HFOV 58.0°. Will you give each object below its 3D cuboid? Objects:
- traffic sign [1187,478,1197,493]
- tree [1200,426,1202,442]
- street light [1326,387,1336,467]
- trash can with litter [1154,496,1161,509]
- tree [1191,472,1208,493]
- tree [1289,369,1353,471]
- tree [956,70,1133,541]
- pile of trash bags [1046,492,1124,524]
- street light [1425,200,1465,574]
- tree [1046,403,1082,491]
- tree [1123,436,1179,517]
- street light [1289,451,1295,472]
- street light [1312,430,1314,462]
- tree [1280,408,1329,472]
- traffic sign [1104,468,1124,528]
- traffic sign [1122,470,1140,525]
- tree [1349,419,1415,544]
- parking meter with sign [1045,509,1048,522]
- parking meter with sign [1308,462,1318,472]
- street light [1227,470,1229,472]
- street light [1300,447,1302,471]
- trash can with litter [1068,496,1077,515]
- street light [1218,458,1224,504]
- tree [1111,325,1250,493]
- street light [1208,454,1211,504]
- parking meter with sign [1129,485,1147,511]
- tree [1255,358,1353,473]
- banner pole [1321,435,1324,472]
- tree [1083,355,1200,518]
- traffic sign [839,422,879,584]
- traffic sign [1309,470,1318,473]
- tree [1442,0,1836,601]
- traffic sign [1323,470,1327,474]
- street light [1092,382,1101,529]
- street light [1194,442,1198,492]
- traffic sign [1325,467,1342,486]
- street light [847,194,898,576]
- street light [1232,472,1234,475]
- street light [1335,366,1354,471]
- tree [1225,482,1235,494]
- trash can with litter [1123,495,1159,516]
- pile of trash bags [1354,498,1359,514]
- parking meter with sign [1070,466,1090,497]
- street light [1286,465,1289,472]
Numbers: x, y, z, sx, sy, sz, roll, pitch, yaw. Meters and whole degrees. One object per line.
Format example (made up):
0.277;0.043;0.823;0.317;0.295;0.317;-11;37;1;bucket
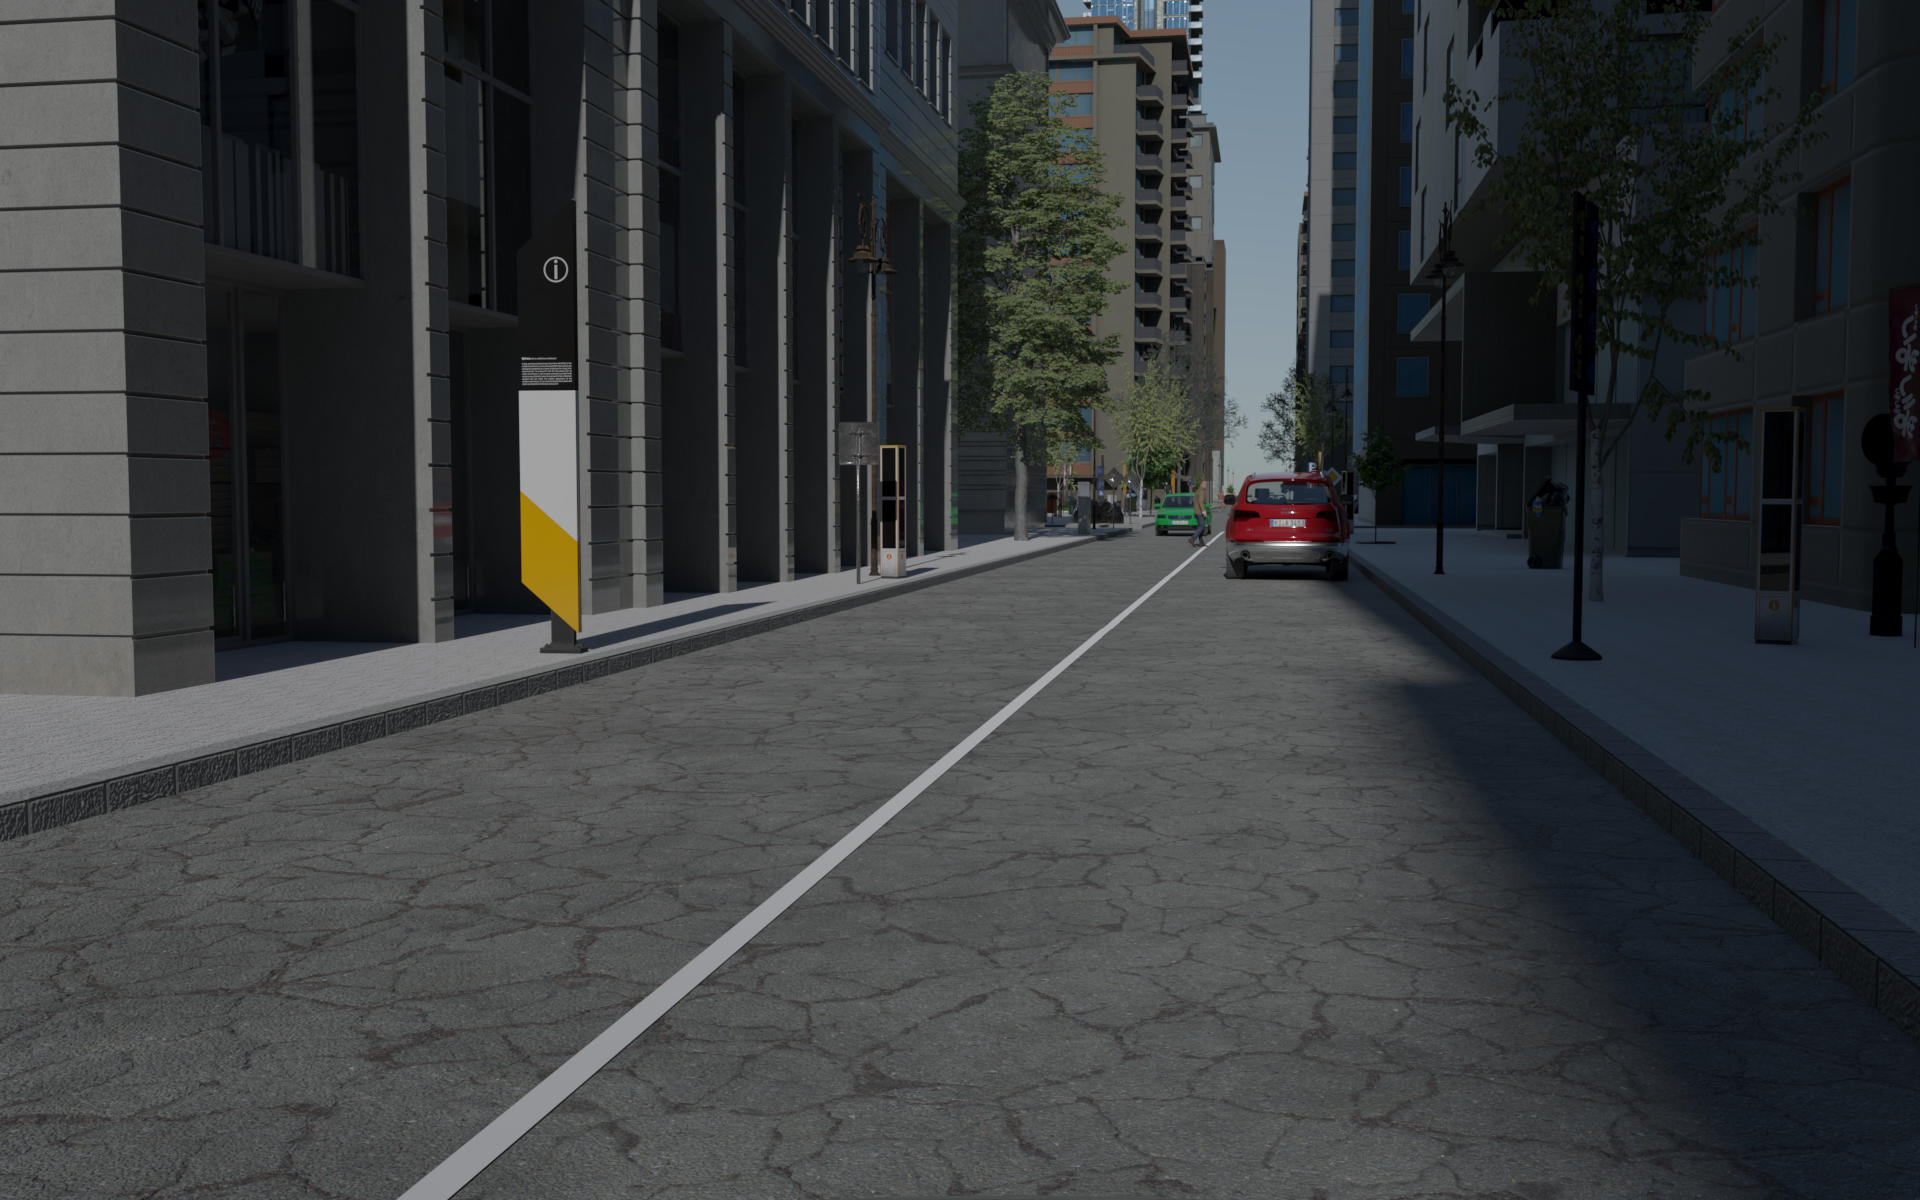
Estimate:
17.975;-8.195;134.088;0.768;2.556;0.104;1;4;11;traffic sign
13.187;-9.765;110.024;4.737;8.622;4.395;0;3;0;tree
16.000;-6.221;74.499;0.468;5.910;1.993;1;4;10;street light
16.696;-8.135;144.394;1.055;1.170;0.624;0;4;6;trash can with litter
21.458;-9.834;155.385;1.663;3.219;1.824;0;3;0;tree
21.084;-9.250;101.592;4.737;8.622;4.395;0;3;0;tree
1.349;-7.892;47.168;7.486;12.596;7.792;0;3;0;tree
5.326;-4.004;75.221;3.447;1.369;1.912;-1;4;-10;pile of trash bags
7.678;-3.350;27.564;0.468;5.910;1.993;1;4;10;street light
7.990;-11.526;138.819;4.737;8.622;4.395;0;3;0;tree
10.781;-7.004;98.229;4.285;4.588;4.351;0;3;0;tree
35.630;-12.961;184.706;0.468;5.910;1.993;1;4;10;street light
22.330;-8.373;109.679;0.468;5.910;1.993;1;4;10;street light
27.787;-11.507;138.497;4.360;8.622;3.978;0;3;0;tree
5.772;-3.753;65.003;0.795;2.450;0.064;1;4;10;traffic sign
7.173;-4.234;72.865;0.795;2.450;0.064;1;4;10;traffic sign
10.895;-3.067;44.740;1.663;3.219;1.824;0;3;0;tree
3.594;-5.108;79.780;0.543;3.016;1.738;1;4;20;parking meter with sign
19.493;-6.094;95.896;0.543;3.016;1.738;1;4;9;parking meter with sign
41.184;-17.944;266.176;0.468;5.910;1.993;1;4;10;street light
29.411;-10.816;149.628;0.468;5.910;1.993;1;4;10;street light
7.086;-5.824;106.609;0.624;1.170;1.055;-2;4;-33;trash can with litter
34.830;-15.752;230.338;0.468;5.910;1.993;1;4;10;street light
15.893;-13.206;126.290;12.009;13.543;11.850;0;3;0;tree
26.512;-12.919;184.016;0.468;5.910;1.993;1;4;10;street light
13.702;-8.406;133.693;0.543;3.016;1.738;-3;5;-45;parking meter with sign
23.758;-11.290;119.006;7.601;10.594;8.767;1;4;14;tree
15.203;-5.057;72.694;0.401;3.779;0.863;1;4;8;banner pole
9.736;-8.693;92.501;4.737;8.622;4.395;0;3;0;tree
-1.443;-1.375;24.611;0.606;2.300;0.079;1;4;18;traffic sign
18.900;-5.655;92.557;0.768;2.556;0.104;1;4;11;traffic sign
7.614;-4.277;20.288;4.737;8.622;4.395;0;3;0;tree
15.040;-4.147;71.448;0.795;2.450;0.064;1;4;10;traffic sign
4.906;-5.527;63.159;0.468;5.910;1.993;1;4;10;street light
20.216;-10.755;148.631;0.468;5.910;1.993;1;4;10;street light
13.639;-3.666;63.586;0.795;2.450;0.064;1;4;10;traffic sign
-1.345;-3.318;27.031;0.468;5.910;1.993;1;4;10;street light
47.488;-20.089;301.238;0.468;5.910;1.993;1;4;10;street light
13.993;-5.507;62.823;0.468;5.910;1.993;1;4;10;street light
44.481;-17.755;284.893;1.663;3.219;1.824;0;3;0;tree
10.439;-5.677;103.883;2.233;1.210;1.678;-3;4;-37;trash can with litter
25.367;-6.244;111.838;1.912;1.369;3.447;-1;4;-20;pile of trash bags
7.756;-6.850;108.252;1.738;3.016;0.543;0;4;-7;parking meter with sign
42.002;-15.128;220.134;0.468;5.910;1.993;1;4;10;street light
